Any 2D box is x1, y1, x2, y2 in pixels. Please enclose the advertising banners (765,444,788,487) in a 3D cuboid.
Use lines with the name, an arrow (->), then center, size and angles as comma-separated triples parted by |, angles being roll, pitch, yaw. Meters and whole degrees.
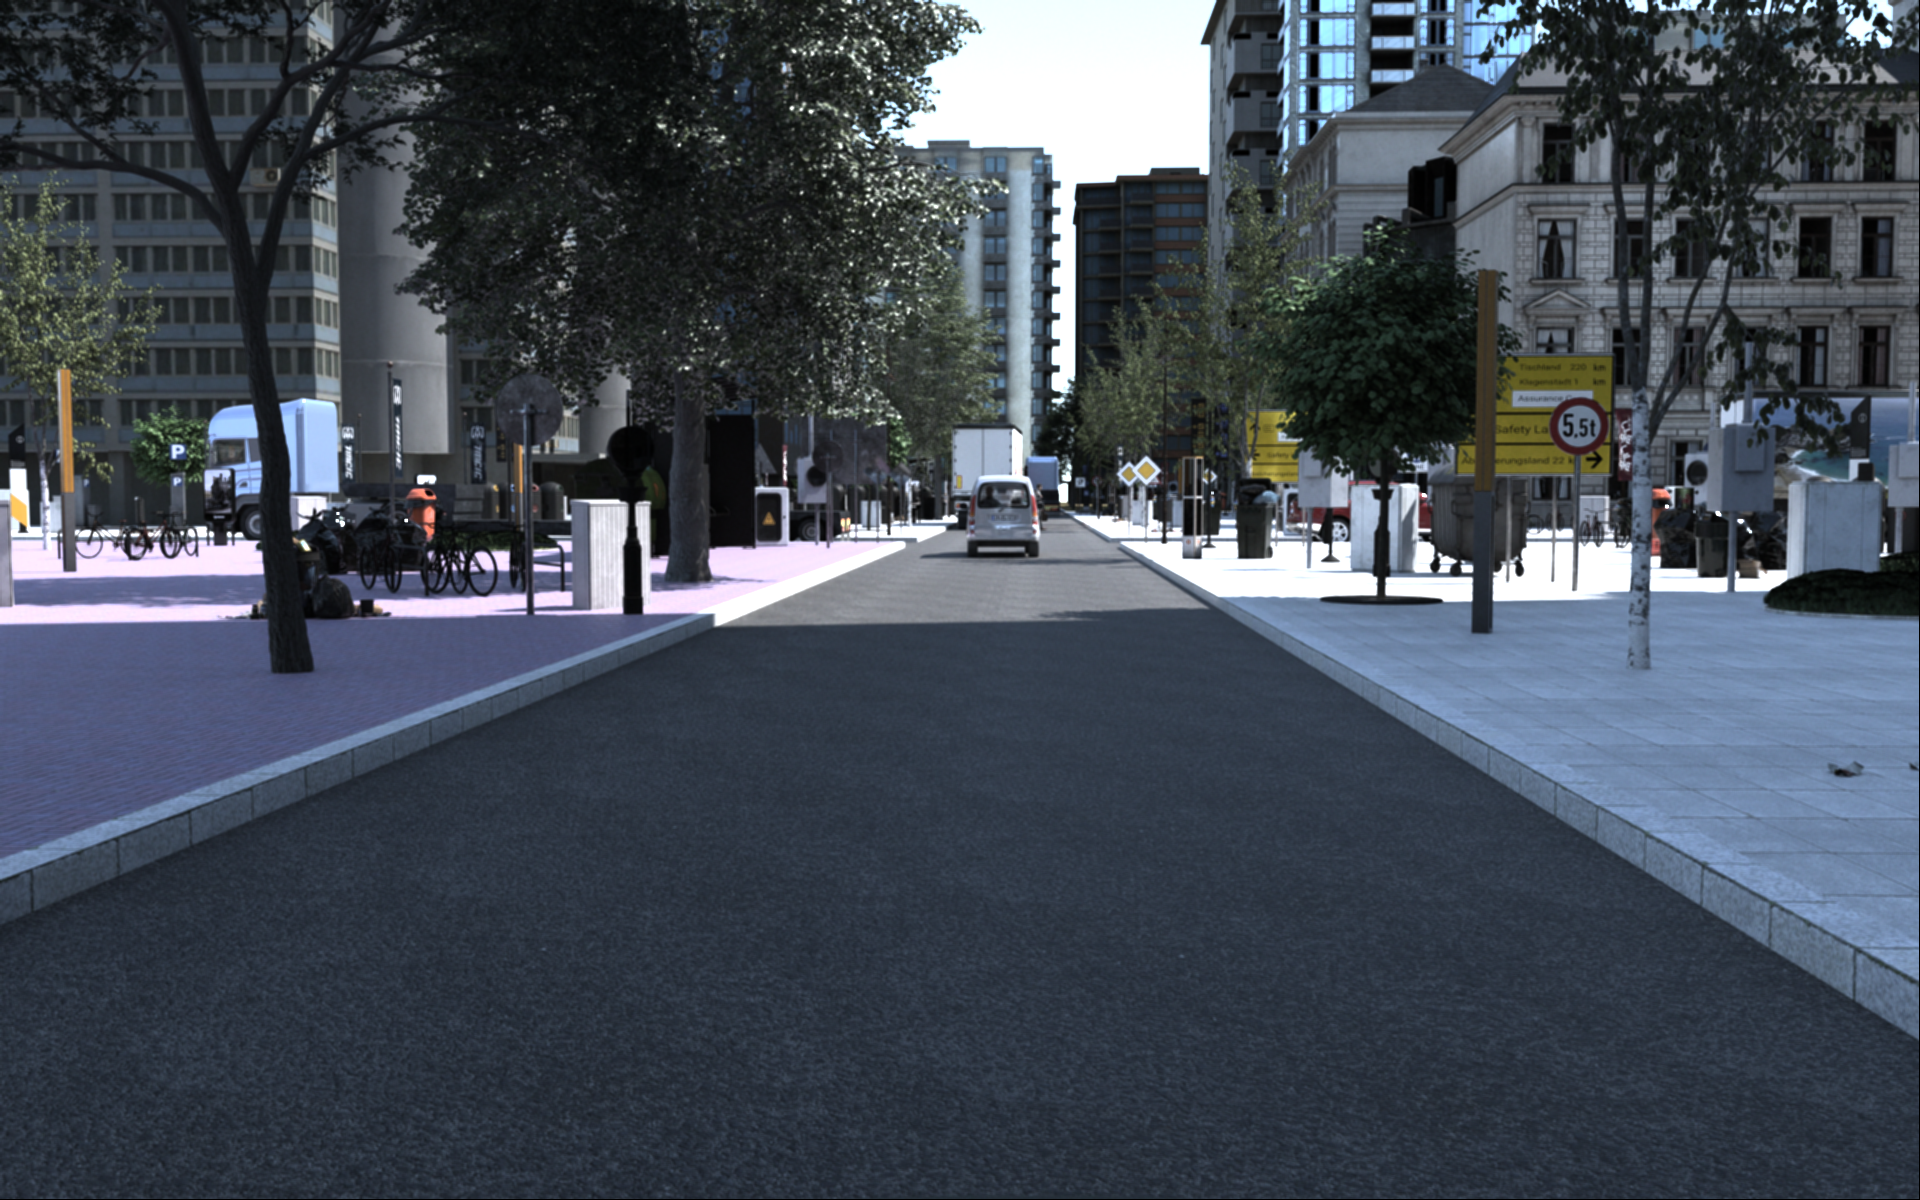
advertising banners -> -6.337, -3.915, 60.194 | 0.090, 3.025, 2.074 | 1, 4, 15

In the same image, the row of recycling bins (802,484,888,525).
row of recycling bins -> -4.758, -4.043, 73.213 | 3.534, 1.692, 1.069 | 0, 4, 2

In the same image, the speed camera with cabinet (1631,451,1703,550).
speed camera with cabinet -> 15.729, -2.665, 37.903 | 0.660, 3.252, 2.038 | -2, 4, -28

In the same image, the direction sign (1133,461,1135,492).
direction sign -> 10.749, -7.015, 106.684 | 0.379, 3.537, 0.876 | 1, 4, 17

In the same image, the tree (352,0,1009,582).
tree -> -3.958, -7.253, 25.239 | 9.857, 13.997, 8.962 | 0, 3, 0

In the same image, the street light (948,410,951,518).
street light -> -0.585, -7.342, 92.823 | 0.468, 5.910, 1.993 | 0, 4, 2

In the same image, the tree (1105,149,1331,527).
tree -> 6.099, -5.325, 37.427 | 4.737, 8.622, 4.395 | 0, 3, 0

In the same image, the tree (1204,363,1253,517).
tree -> 15.280, -8.966, 96.950 | 4.360, 8.622, 3.978 | 0, 3, 0

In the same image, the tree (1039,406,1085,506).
tree -> 11.994, -15.844, 184.807 | 9.928, 11.665, 9.643 | 0, 3, 0

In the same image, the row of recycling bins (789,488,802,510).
row of recycling bins -> -11.167, -6.970, 121.075 | 3.534, 1.692, 1.069 | 0, 4, 8

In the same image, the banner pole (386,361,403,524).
banner pole -> -10.745, -2.628, 32.982 | 0.401, 3.779, 0.863 | 0, 4, 2

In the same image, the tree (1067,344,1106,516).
tree -> 6.810, -7.088, 66.248 | 4.737, 8.622, 4.395 | 0, 3, 0

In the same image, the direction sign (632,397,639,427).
direction sign -> -6.772, -2.822, 38.136 | 0.876, 3.537, 0.379 | 0, 4, 2

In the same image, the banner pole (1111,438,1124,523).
banner pole -> 6.983, -5.286, 76.437 | 0.401, 3.779, 0.863 | 3, 4, 38

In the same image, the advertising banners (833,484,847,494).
advertising banners -> -6.352, -5.971, 93.807 | 0.090, 3.025, 2.074 | 2, 4, 32

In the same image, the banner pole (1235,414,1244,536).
banner pole -> 8.529, -3.814, 52.369 | 0.401, 3.779, 0.863 | 1, 4, 9

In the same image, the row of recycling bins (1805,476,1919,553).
row of recycling bins -> 20.206, -1.880, 37.846 | 3.534, 1.692, 1.069 | 3, 5, 43

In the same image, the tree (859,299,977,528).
tree -> -1.687, -7.068, 65.927 | 4.360, 8.622, 3.978 | 0, 3, 0

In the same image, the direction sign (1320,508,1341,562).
direction sign -> 6.987, -2.481, 32.564 | 0.876, 3.537, 0.379 | -3, 5, -45

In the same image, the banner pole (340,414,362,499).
banner pole -> -18.968, -3.924, 54.169 | 0.401, 3.779, 0.863 | 3, 5, 39

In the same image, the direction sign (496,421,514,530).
direction sign -> -10.959, -3.066, 42.126 | 0.876, 3.537, 0.379 | 2, 4, 34

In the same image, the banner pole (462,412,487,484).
banner pole -> -14.953, -3.864, 53.193 | 0.863, 3.779, 0.401 | 0, 4, -5

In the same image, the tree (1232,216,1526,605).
tree -> 4.968, -2.257, 20.621 | 4.285, 4.588, 4.351 | 0, 3, 0

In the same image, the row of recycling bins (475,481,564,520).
row of recycling bins -> -14.709, -3.086, 57.573 | 1.069, 1.692, 3.534 | 3, 4, 37

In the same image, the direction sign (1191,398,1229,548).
direction sign -> 5.907, -2.997, 40.992 | 0.876, 3.537, 0.379 | 0, 4, 7

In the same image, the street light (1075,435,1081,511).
street light -> 8.672, -9.432, 126.997 | 0.468, 5.910, 1.993 | 0, 4, 2

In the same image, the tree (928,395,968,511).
tree -> -0.266, -10.828, 127.403 | 4.737, 8.622, 4.395 | 0, 3, 0

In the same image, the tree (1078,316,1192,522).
tree -> 7.593, -7.474, 72.562 | 4.360, 8.622, 3.978 | 0, 3, 0

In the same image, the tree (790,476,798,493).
tree -> -10.869, -7.554, 118.115 | 1.663, 3.219, 1.824 | 0, 3, 0

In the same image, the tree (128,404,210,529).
tree -> -28.551, -4.842, 62.884 | 4.285, 4.588, 4.351 | 0, 3, 0

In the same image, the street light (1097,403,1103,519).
street light -> 7.041, -7.032, 87.759 | 0.468, 5.910, 1.993 | 0, 4, 2

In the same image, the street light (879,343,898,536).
street light -> -2.191, -4.925, 53.311 | 0.468, 5.910, 1.993 | 0, 4, 2

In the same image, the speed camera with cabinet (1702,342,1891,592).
speed camera with cabinet -> 10.963, -1.739, 22.766 | 2.038, 3.252, 0.660 | 0, 4, 3

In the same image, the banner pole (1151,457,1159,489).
banner pole -> 12.692, -7.487, 112.435 | 0.863, 3.779, 0.401 | -2, 4, -32

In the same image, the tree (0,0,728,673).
tree -> -5.096, -4.771, 12.416 | 7.601, 10.594, 8.767 | 3, 4, 36

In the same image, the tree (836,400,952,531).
tree -> -3.203, -4.675, 60.153 | 4.285, 4.588, 4.351 | 0, 3, 0

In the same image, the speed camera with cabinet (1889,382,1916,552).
speed camera with cabinet -> 17.505, -2.211, 30.481 | 2.038, 3.252, 0.660 | 2, 4, 29

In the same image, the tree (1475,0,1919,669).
tree -> 5.111, -3.787, 12.287 | 4.360, 8.622, 3.978 | 0, 3, 0

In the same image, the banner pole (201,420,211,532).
banner pole -> -25.488, -4.218, 58.988 | 0.401, 3.779, 0.863 | 1, 4, 22

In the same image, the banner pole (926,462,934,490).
banner pole -> -2.154, -8.095, 122.367 | 0.863, 3.779, 0.401 | 3, 5, 39

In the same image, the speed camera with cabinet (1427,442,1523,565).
speed camera with cabinet -> 9.533, -2.307, 32.062 | 0.660, 3.252, 2.038 | -2, 4, -24

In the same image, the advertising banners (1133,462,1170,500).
advertising banners -> 10.417, -6.008, 94.413 | 2.074, 3.025, 0.090 | -1, 4, -8

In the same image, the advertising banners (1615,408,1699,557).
advertising banners -> 14.244, -2.403, 35.475 | 2.074, 3.025, 0.090 | -1, 4, -17

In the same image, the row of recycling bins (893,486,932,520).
row of recycling bins -> -3.075, -4.943, 87.923 | 3.534, 1.692, 1.069 | 1, 4, 19

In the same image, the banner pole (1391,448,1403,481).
banner pole -> 9.734, -2.993, 38.959 | 0.401, 3.779, 0.863 | -1, 4, -21

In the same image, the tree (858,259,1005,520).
tree -> -1.456, -10.166, 84.339 | 7.486, 12.596, 7.792 | 0, 3, 0

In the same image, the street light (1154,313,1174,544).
street light -> 5.242, -4.372, 44.263 | 0.468, 5.910, 1.993 | 0, 4, 2
